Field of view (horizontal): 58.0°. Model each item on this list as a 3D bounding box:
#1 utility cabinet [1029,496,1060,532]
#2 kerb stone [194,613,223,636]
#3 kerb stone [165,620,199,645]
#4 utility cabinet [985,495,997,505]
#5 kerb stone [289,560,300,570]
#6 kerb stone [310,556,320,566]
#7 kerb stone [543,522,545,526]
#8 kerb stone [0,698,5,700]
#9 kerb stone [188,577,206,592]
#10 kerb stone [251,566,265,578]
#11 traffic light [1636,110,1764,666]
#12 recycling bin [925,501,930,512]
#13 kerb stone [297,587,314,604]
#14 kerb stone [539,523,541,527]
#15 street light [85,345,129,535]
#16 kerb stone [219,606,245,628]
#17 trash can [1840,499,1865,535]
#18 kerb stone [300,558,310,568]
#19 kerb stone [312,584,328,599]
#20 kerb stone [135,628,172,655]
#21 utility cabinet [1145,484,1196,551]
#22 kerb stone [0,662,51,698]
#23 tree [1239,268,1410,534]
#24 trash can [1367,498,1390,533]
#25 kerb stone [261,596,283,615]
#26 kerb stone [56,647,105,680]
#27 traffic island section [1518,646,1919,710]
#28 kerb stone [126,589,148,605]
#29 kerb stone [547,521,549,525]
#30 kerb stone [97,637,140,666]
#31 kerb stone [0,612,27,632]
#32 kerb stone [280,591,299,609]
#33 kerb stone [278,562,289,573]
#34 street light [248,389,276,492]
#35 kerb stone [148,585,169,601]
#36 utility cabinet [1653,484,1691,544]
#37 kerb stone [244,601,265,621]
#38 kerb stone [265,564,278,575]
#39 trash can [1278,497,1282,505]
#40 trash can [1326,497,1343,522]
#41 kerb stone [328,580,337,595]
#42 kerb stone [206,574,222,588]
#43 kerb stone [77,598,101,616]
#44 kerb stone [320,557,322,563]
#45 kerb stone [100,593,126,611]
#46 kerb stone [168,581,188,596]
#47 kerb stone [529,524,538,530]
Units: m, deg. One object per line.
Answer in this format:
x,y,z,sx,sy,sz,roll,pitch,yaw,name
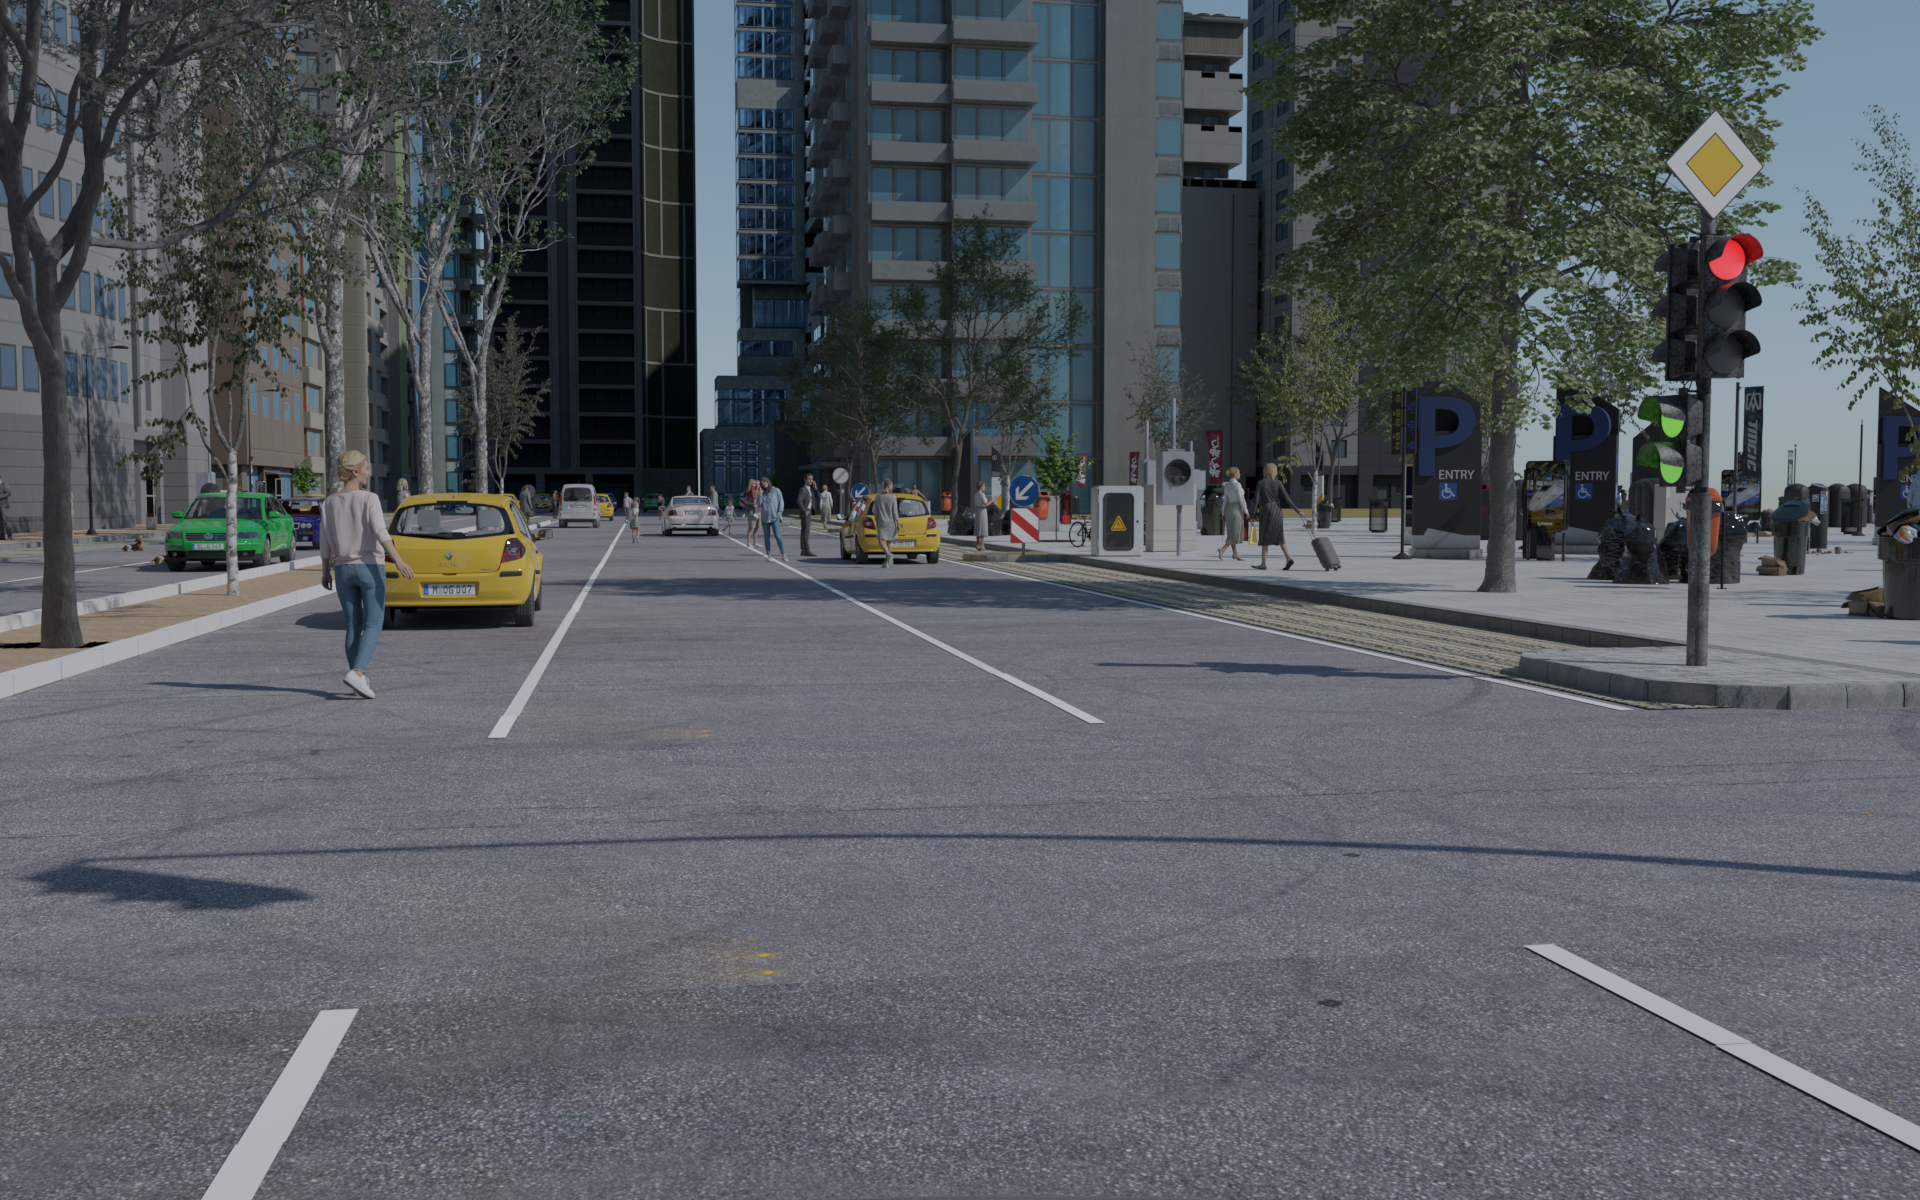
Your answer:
2.856,-2.920,58.903,1.020,1.237,0.306,-1,4,-10,utility cabinet
-7.798,0.266,17.840,0.120,0.150,1.000,-1,4,-10,kerb stone
-7.616,0.328,16.834,0.120,0.150,1.000,-1,4,-10,kerb stone
1.457,-4.414,83.328,0.306,1.237,1.020,-1,4,-21,utility cabinet
-12.631,-0.636,32.601,0.120,0.150,1.000,-1,4,-10,kerb stone
-13.006,-0.760,34.620,0.120,0.150,1.000,-1,4,-10,kerb stone
-18.513,-3.311,76.364,0.120,0.150,1.000,-1,4,-10,kerb stone
-6.691,0.636,11.795,0.120,0.150,1.000,-1,4,-10,kerb stone
-11.342,-0.204,25.534,0.120,0.150,1.000,-1,4,-10,kerb stone
-12.082,-0.450,29.556,0.120,0.150,1.000,-1,4,-10,kerb stone
5.493,-1.463,12.842,0.839,4.253,0.868,-1,4,-10,traffic light
-1.428,-2.992,61.466,0.722,1.027,0.722,0,4,1,recycling bin
-8.725,-0.042,22.888,0.120,0.150,1.000,-1,4,-10,kerb stone
-17.960,-3.128,73.343,0.120,0.150,1.000,-1,4,-10,kerb stone
-26.616,-4.986,54.058,1.470,5.913,1.316,-1,4,-10,street light
-7.985,0.204,18.853,0.120,0.150,1.000,-1,4,-10,kerb stone
28.349,-2.655,55.055,0.748,1.137,0.748,0,3,0,trash can
-12.826,-0.697,33.613,0.120,0.150,1.000,-1,4,-10,kerb stone
-8.911,-0.100,23.893,0.120,0.150,1.000,-1,4,-10,kerb stone
-7.429,0.394,15.829,0.120,0.150,1.000,-1,4,-10,kerb stone
4.682,-1.824,38.495,1.173,1.500,0.318,-2,4,-30,utility cabinet
-6.880,0.574,12.806,0.120,0.150,1.000,-1,4,-10,kerb stone
11.288,-6.436,55.596,4.737,8.622,4.395,0,3,0,tree
13.873,-2.799,57.414,0.748,1.137,0.748,0,3,0,trash can
-8.355,0.081,20.864,0.120,0.150,1.000,-1,4,-10,kerb stone
-7.061,0.517,13.818,0.120,0.150,1.000,-1,4,-10,kerb stone
5.534,0.570,12.963,2.009,0.180,2.903,-1,4,-10,traffic island section
-10.788,-0.016,22.507,0.120,0.150,1.000,-1,4,-10,kerb stone
-19.067,-3.498,79.391,0.120,0.150,1.000,-1,4,-10,kerb stone
-7.245,0.451,14.823,0.120,0.150,1.000,-1,4,-10,kerb stone
-10.049,0.231,18.476,0.120,0.150,1.000,-1,4,-10,kerb stone
-8.546,0.023,21.878,0.120,0.150,1.000,-1,4,-10,kerb stone
-12.448,-0.575,31.589,0.120,0.150,1.000,-1,4,-10,kerb stone
-30.826,-6.363,76.573,1.470,5.913,1.316,-1,4,-10,street light
-10.971,-0.075,23.513,0.120,0.150,1.000,-1,4,-10,kerb stone
16.412,-1.908,39.880,1.173,1.500,0.318,-3,5,-40,utility cabinet
-8.166,0.144,19.859,0.120,0.150,1.000,-1,4,-10,kerb stone
-12.261,-0.512,30.571,0.120,0.150,1.000,-1,4,-10,kerb stone
13.400,-3.828,74.249,0.748,1.137,0.748,0,3,0,trash can
16.957,-4.087,78.478,0.748,1.137,0.748,0,3,0,trash can
-9.093,-0.165,24.899,0.120,0.150,1.000,-1,4,-10,kerb stone
-11.530,-0.266,26.539,0.120,0.150,1.000,-1,4,-10,kerb stone
-10.420,0.104,20.491,0.120,0.150,1.000,-1,4,-10,kerb stone
-13.193,-0.820,35.627,0.120,0.150,1.000,-1,4,-10,kerb stone
-10.602,0.042,21.502,0.120,0.150,1.000,-1,4,-10,kerb stone
-11.157,-0.142,24.518,0.120,0.150,1.000,-1,4,-10,kerb stone
-17.590,-3.005,71.330,0.120,0.150,1.000,-1,4,-10,kerb stone
